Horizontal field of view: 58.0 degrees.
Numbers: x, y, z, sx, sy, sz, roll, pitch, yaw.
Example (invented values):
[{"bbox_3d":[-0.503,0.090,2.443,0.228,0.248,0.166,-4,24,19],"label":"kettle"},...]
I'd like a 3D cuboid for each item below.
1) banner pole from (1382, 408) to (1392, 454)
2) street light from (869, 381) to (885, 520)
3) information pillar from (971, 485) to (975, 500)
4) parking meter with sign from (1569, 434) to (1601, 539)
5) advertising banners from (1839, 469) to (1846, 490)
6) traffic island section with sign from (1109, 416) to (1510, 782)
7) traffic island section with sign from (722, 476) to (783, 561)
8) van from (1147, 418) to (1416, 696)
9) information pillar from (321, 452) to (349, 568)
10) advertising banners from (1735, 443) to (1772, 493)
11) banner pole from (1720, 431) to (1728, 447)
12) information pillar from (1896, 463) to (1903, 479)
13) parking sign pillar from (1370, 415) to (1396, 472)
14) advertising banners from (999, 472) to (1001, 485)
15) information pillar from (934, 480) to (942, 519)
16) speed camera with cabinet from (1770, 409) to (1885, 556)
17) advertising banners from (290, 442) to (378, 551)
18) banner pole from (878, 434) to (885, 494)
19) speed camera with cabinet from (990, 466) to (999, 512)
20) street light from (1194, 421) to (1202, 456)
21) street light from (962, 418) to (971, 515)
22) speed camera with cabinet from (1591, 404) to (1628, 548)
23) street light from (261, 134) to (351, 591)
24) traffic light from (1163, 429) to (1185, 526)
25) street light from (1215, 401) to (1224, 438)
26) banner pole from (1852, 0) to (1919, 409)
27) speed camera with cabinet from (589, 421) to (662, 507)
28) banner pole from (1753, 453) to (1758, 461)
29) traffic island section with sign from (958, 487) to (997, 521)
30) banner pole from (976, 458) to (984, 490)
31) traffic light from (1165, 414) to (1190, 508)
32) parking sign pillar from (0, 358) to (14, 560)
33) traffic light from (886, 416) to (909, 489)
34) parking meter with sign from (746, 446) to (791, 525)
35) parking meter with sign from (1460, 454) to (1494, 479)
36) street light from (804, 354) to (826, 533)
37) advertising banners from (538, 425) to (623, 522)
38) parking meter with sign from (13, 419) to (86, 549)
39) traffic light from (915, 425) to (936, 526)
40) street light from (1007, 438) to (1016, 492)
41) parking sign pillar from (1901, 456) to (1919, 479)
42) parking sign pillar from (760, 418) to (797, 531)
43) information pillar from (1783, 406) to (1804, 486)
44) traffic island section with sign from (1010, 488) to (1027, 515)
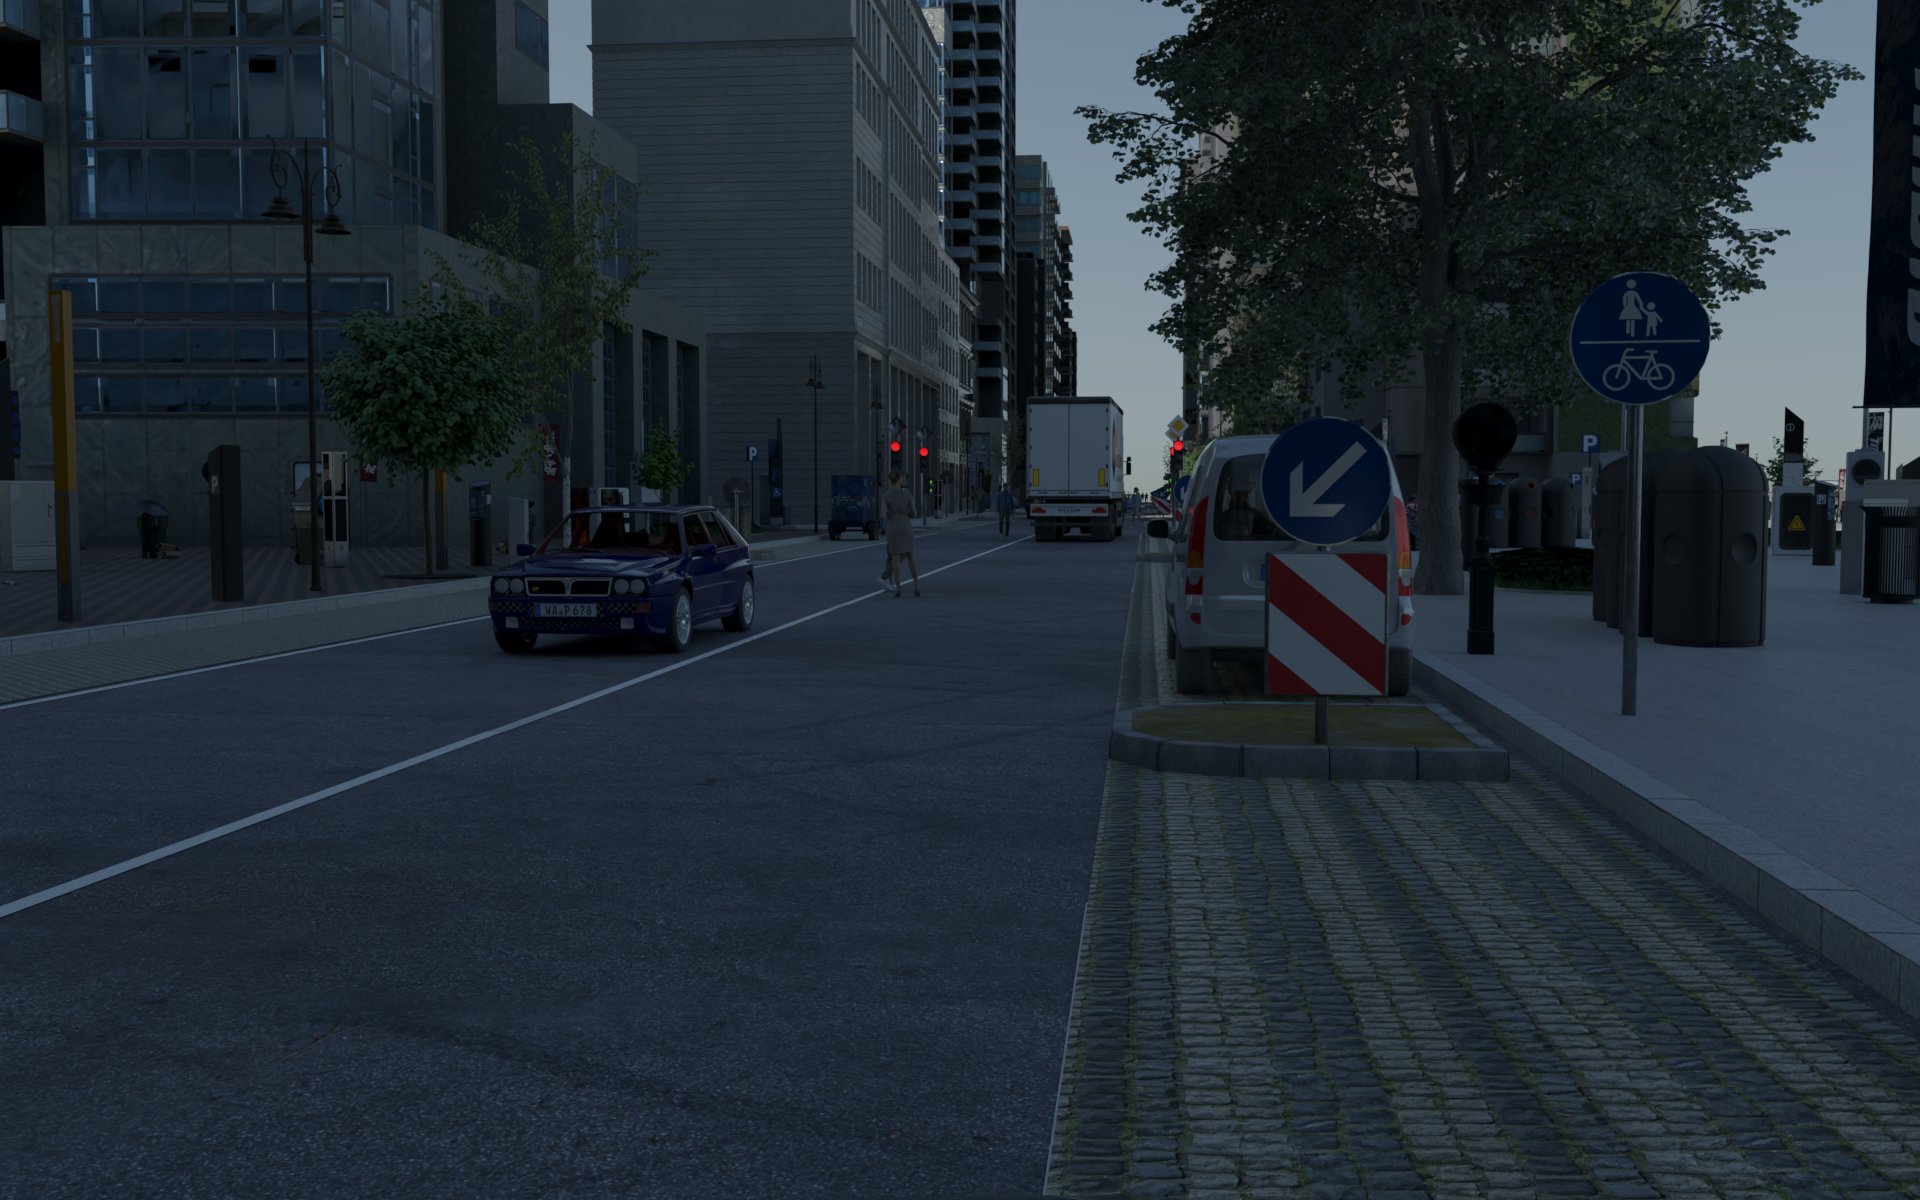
[{"bbox_3d":[12.432,-3.700,50.515,0.401,3.779,0.863,2,4,32],"label":"banner pole"},{"bbox_3d":[-3.393,-6.004,70.954,0.468,5.910,1.993,0,4,6],"label":"street light"},{"bbox_3d":[1.051,-8.540,144.126,0.304,2.012,0.304,0,4,-3],"label":"information pillar"},{"bbox_3d":[17.753,-3.266,49.661,0.543,3.016,1.738,3,5,40],"label":"parking meter with sign"},{"bbox_3d":[60.674,-7.606,120.549,0.090,3.025,2.074,-2,4,-27],"label":"advertising banners"},{"bbox_3d":[1.836,-0.059,9.598,1.989,1.847,2.006,0,4,6],"label":"traffic island section with sign"},{"bbox_3d":[-4.951,-1.790,37.902,1.989,1.847,2.006,0,4,6],"label":"traffic island section with sign"},{"bbox_3d":[2.489,-0.406,13.654,2.013,2.044,4.112,0,4,5],"label":"van"},{"bbox_3d":[-10.870,-1.569,30.147,0.304,2.012,0.304,2,4,34],"label":"information pillar"},{"bbox_3d":[27.454,-3.858,59.270,0.090,3.025,2.074,-2,4,-34],"label":"advertising banners"},{"bbox_3d":[30.498,-4.844,69.218,0.401,3.779,0.863,0,4,3],"label":"banner pole"},{"bbox_3d":[70.988,-8.537,130.931,0.504,3.616,0.183,0,4,-2],"label":"information pillar"},{"bbox_3d":[14.422,-4.369,59.904,1.447,3.967,1.447,-3,4,-38],"label":"parking sign pillar"},{"bbox_3d":[2.987,-8.679,138.082,0.090,3.025,2.074,-1,4,-13],"label":"advertising banners"},{"bbox_3d":[-1.125,-5.193,89.392,0.304,2.012,0.304,-3,5,-41],"label":"information pillar"},{"bbox_3d":[17.908,-2.533,35.755,2.038,3.252,0.660,1,4,22],"label":"speed camera with cabinet"},{"bbox_3d":[-13.913,-2.599,38.683,2.074,3.025,0.090,0,4,1],"label":"advertising banners"},{"bbox_3d":[-3.297,-5.055,72.666,0.401,3.779,0.863,-2,4,-24],"label":"banner pole"},{"bbox_3d":[2.445,-7.922,123.867,0.660,3.252,2.038,0,4,2],"label":"speed camera with cabinet"},{"bbox_3d":[14.720,-8.229,107.324,0.468,5.910,1.993,0,4,6],"label":"street light"},{"bbox_3d":[0.455,-8.099,105.198,0.468,5.910,1.993,0,4,6],"label":"street light"},{"bbox_3d":[14.202,-2.660,37.819,0.660,3.252,2.038,1,4,16],"label":"speed camera with cabinet"},{"bbox_3d":[-8.537,-3.058,22.780,0.468,5.910,1.993,0,4,6],"label":"street light"},{"bbox_3d":[8.545,-4.911,69.208,0.839,4.253,0.868,0,4,6],"label":"traffic light"},{"bbox_3d":[10.956,-6.119,72.827,0.468,5.910,1.993,0,4,6],"label":"street light"},{"bbox_3d":[3.613,-0.983,6.092,0.863,3.779,0.401,1,4,11],"label":"banner pole"},{"bbox_3d":[-8.940,-3.172,46.193,2.038,3.252,0.660,-3,5,-45],"label":"speed camera with cabinet"},{"bbox_3d":[48.694,-7.116,106.366,0.863,3.779,0.401,-1,4,-13],"label":"banner pole"},{"bbox_3d":[0.980,-5.158,92.962,1.989,1.847,2.006,0,4,6],"label":"traffic island section with sign"},{"bbox_3d":[1.309,-7.896,119.119,0.863,3.779,0.401,3,5,40],"label":"banner pole"},{"bbox_3d":[7.690,-4.425,61.269,0.839,4.253,0.868,0,4,6],"label":"traffic light"},{"bbox_3d":[-19.302,-2.778,33.898,1.447,3.967,1.447,3,5,40],"label":"parking sign pillar"},{"bbox_3d":[-2.265,-4.489,62.321,0.839,4.253,0.868,0,4,6],"label":"traffic light"},{"bbox_3d":[-6.886,-4.065,62.719,1.738,3.016,0.543,2,4,34],"label":"parking meter with sign"},{"bbox_3d":[17.210,-3.714,56.984,1.738,3.016,0.543,-3,4,-37],"label":"parking meter with sign"},{"bbox_3d":[-4.761,-5.161,57.177,0.468,5.910,1.993,0,4,6],"label":"street light"},{"bbox_3d":[-9.478,-2.880,43.269,2.074,3.025,0.090,0,4,0],"label":"advertising banners"},{"bbox_3d":[-21.185,-2.685,40.158,1.738,3.016,0.543,0,4,7],"label":"parking meter with sign"},{"bbox_3d":[-1.410,-4.975,70.261,0.839,4.253,0.868,0,4,6],"label":"traffic light"},{"bbox_3d":[4.004,-10.195,139.475,0.468,5.910,1.993,0,4,6],"label":"street light"},{"bbox_3d":[62.739,-7.683,114.085,1.447,3.967,1.447,1,4,15],"label":"parking sign pillar"},{"bbox_3d":[-6.465,-4.430,60.902,1.447,3.967,1.447,-1,4,-8],"label":"parking sign pillar"},{"bbox_3d":[22.182,-3.352,46.161,0.504,3.616,0.183,1,4,18],"label":"information pillar"},{"bbox_3d":[3.891,-6.810,119.974,1.989,1.847,2.006,0,4,6],"label":"traffic island section with sign"}]
